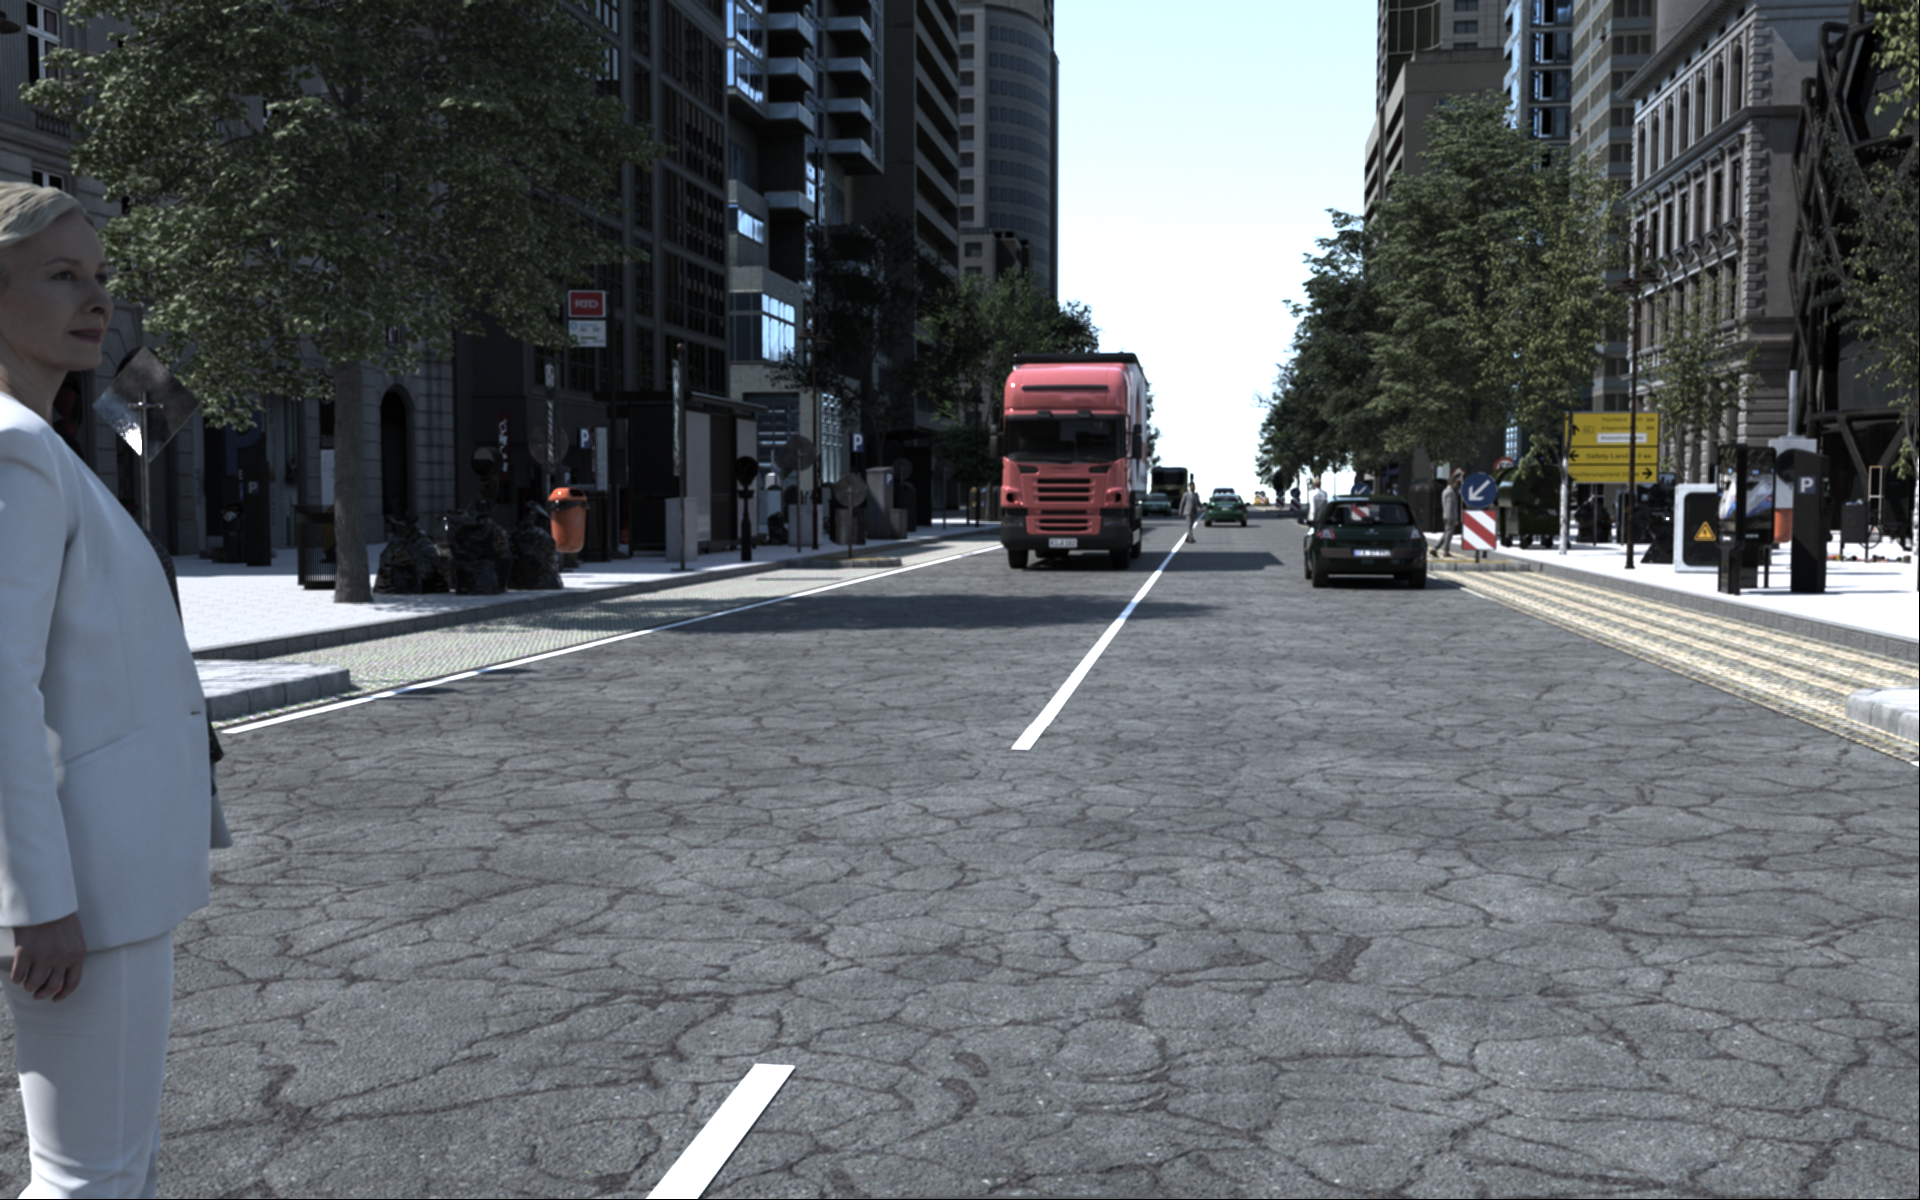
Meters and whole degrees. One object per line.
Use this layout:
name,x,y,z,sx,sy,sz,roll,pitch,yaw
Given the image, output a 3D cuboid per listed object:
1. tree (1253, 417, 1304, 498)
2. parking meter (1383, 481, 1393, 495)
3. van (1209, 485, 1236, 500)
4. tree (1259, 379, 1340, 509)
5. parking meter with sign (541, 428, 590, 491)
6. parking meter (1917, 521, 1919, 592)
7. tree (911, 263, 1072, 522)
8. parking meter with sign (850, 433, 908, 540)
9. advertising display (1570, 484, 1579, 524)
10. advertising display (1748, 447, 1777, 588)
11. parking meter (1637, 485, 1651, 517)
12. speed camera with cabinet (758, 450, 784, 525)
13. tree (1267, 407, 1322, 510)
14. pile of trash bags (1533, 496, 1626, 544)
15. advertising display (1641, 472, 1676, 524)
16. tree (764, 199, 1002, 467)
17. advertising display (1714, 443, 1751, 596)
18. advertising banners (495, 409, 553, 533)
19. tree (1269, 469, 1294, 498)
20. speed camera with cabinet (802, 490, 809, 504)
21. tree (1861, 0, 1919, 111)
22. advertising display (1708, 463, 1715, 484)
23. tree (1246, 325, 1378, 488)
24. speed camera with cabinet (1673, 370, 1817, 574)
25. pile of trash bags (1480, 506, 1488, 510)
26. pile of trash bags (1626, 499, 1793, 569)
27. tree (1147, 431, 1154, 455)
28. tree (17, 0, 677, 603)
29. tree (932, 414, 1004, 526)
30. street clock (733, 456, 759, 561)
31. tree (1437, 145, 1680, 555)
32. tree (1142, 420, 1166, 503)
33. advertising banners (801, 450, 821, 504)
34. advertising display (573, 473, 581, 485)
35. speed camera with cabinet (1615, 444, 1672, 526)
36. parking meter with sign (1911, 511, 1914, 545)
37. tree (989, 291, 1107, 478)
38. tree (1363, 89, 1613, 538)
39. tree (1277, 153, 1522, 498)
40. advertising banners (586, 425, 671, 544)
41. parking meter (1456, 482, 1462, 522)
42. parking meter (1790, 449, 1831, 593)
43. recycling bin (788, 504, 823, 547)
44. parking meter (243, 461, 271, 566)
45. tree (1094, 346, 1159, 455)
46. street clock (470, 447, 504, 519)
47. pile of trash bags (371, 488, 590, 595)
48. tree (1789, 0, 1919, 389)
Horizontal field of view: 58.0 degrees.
tree,43.307,-19.211,232.222,7.486,12.596,7.792,0,3,0
parking meter,19.578,-4.495,79.210,0.399,1.863,0.255,0,4,-4
van,16.658,-6.245,109.111,2.013,2.044,4.112,1,4,10
tree,30.295,-13.601,148.129,9.928,11.665,9.643,0,3,0
parking meter with sign,-10.731,-3.045,46.046,1.738,3.016,0.543,1,4,17
parking meter,12.780,-0.874,22.694,0.372,1.533,0.369,0,3,0
tree,1.332,-9.380,79.110,9.928,11.665,9.643,0,3,0
parking meter with sign,-2.269,-3.225,48.993,1.738,3.016,0.543,2,4,35
advertising display,25.753,-4.182,73.593,0.974,1.923,0.123,1,4,23
advertising display,10.715,-1.123,23.575,0.974,1.923,0.123,-2,4,-27
parking meter,19.019,-2.432,48.178,0.372,1.533,0.369,0,3,0
speed camera with cabinet,-8.373,-4.800,72.812,0.660,3.252,2.038,2,4,33
tree,27.805,-11.546,139.139,4.360,8.622,3.978,0,3,0
pile of trash bags,16.718,-2.207,45.839,1.912,1.369,3.447,-3,5,-45
advertising display,20.860,-2.847,51.770,0.974,1.923,0.123,1,4,15
tree,-2.307,-7.323,54.145,8.767,10.594,7.601,2,4,30
advertising display,9.911,-1.043,22.271,0.123,1.923,0.974,1,4,10
advertising banners,-9.186,-2.469,36.548,0.090,3.025,2.074,1,4,20
tree,41.266,-14.605,222.510,4.285,4.588,4.351,0,3,0
speed camera with cabinet,-7.687,-5.096,77.654,2.038,3.252,0.660,2,4,23
tree,9.449,-3.939,14.766,4.737,8.622,4.395,0,3,0
advertising display,15.881,-1.909,36.424,0.123,1.923,0.974,2,4,34
tree,25.187,-12.912,121.485,12.009,13.543,11.850,0,3,0
speed camera with cabinet,12.608,-2.049,27.843,2.038,3.252,0.660,1,4,22
pile of trash bags,22.048,-3.741,70.915,1.912,1.369,3.447,2,4,33
pile of trash bags,13.742,-1.292,30.875,1.912,1.369,3.447,-1,4,-9
tree,16.146,-15.352,176.762,9.928,11.665,9.643,0,3,0
tree,-6.842,-6.228,19.963,7.486,12.596,7.792,0,3,0
tree,0.394,-5.280,70.040,4.285,4.588,4.351,0,3,0
street clock,-4.095,-1.747,33.134,0.471,2.002,0.358,-1,4,-12
tree,12.540,-5.266,36.462,4.737,8.622,4.395,0,3,0
tree,14.495,-13.791,159.901,8.767,10.594,7.601,0,4,-6
advertising banners,-6.046,-4.535,70.332,0.090,3.025,2.074,-2,4,-26
advertising display,-11.684,-2.915,52.882,0.123,1.923,0.974,0,4,-6
speed camera with cabinet,27.055,-4.534,68.474,2.038,3.252,0.660,3,4,37
parking meter with sign,24.410,-2.890,43.519,0.543,3.016,1.738,3,5,44
tree,5.415,-11.062,97.877,9.611,12.733,9.660,0,3,0
tree,14.978,-8.023,49.298,7.486,12.596,7.792,0,3,0
tree,17.185,-9.797,66.836,9.857,13.997,8.962,0,3,0
advertising banners,-8.477,-2.935,44.181,2.074,3.025,0.090,-2,4,-24
parking meter,22.597,-4.430,78.142,0.399,1.863,0.255,1,4,22
parking meter,11.053,-1.026,22.493,0.255,1.863,0.399,-3,5,-40
recycling bin,-3.797,-1.839,42.619,0.722,1.027,0.722,1,4,10
parking meter,-12.501,-1.534,30.786,0.399,1.863,0.255,0,4,8
tree,12.357,-14.822,149.002,9.857,13.997,8.962,0,3,0
street clock,-7.264,-1.351,26.653,0.471,2.002,0.358,2,4,26
pile of trash bags,-6.212,-0.844,23.546,1.912,1.369,3.447,2,4,24
tree,14.318,-4.549,24.734,4.360,8.622,3.978,0,3,0
